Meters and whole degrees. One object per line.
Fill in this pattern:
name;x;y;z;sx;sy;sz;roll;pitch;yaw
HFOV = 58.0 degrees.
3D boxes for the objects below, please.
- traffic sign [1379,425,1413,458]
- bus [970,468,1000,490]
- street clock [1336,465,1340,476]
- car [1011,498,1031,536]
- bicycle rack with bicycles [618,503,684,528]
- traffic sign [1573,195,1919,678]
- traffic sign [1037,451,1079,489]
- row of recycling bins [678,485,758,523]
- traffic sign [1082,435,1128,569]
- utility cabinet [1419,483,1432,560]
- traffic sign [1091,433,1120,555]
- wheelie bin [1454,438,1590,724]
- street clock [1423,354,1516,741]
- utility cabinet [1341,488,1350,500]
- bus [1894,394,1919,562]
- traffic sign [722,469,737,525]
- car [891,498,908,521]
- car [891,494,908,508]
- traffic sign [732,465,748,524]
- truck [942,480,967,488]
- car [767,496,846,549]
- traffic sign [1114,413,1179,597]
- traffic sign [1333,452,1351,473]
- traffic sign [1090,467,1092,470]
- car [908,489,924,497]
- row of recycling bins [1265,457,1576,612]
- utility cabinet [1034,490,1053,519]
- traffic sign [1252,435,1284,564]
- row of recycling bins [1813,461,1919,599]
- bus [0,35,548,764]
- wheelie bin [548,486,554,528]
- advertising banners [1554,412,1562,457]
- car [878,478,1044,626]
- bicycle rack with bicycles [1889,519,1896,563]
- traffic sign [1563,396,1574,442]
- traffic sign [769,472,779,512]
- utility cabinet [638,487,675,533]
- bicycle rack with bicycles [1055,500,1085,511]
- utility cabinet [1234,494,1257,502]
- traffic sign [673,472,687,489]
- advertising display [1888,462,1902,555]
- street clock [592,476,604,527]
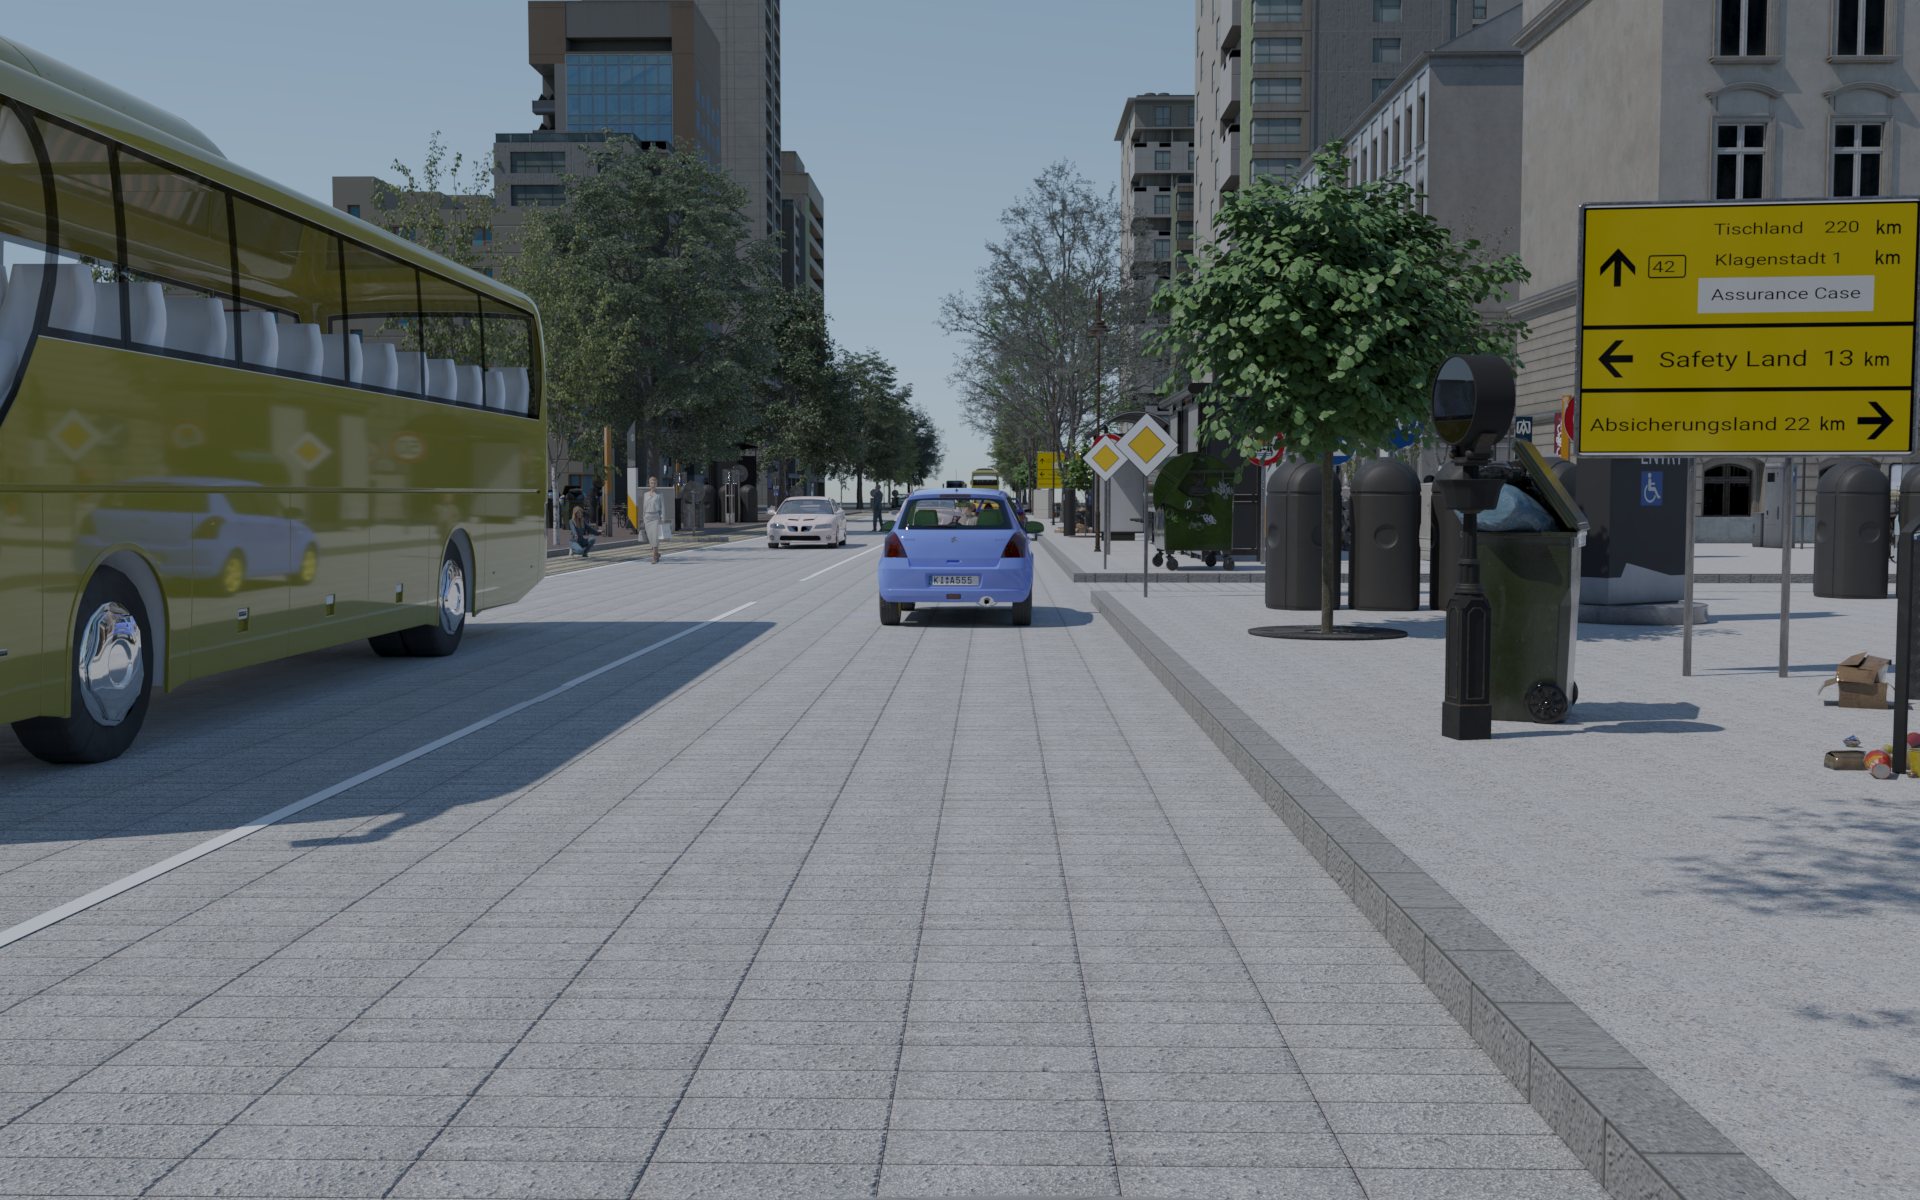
traffic sign;5.058;-1.237;20.332;0.768;2.556;0.104;0;4;7
bus;2.367;-10.553;164.087;2.896;3.916;12.252;0;4;1
street clock;7.400;-1.856;34.908;0.471;2.002;0.358;1;4;21
car;1.267;-2.561;54.454;1.945;1.354;3.894;0;4;2
bicycle rack with bicycles;-12.032;-3.238;66.331;2.852;0.926;2.925;2;4;29
traffic sign;5.441;-1.112;12.053;2.265;3.308;0.079;0;4;8
traffic sign;4.786;-5.432;82.685;2.265;3.308;0.079;0;4;6
row of recycling bins;-10.791;-4.292;77.279;3.534;1.692;1.069;-1;4;-13
traffic sign;2.469;-1.577;29.422;0.795;2.450;0.064;0;4;1
utility cabinet;9.087;-1.501;33.227;0.318;1.500;1.173;0;4;-5
traffic sign;3.138;-2.226;36.495;0.768;2.556;0.104;1;4;11
wheelie bin;3.212;-0.124;9.929;0.693;1.594;0.980;2;4;25
street clock;2.665;-0.274;9.056;0.358;2.002;0.471;-1;4;-13
utility cabinet;13.051;-3.073;58.914;1.173;1.500;0.318;-1;4;-9
bus;20.296;-1.881;25.617;13.247;3.499;2.948;0;4;3
traffic sign;-9.482;-4.231;71.313;0.606;2.300;0.079;0;4;4
car;-0.729;-1.931;43.928;2.083;1.381;4.827;0;4;0
car;-5.444;-9.389;162.301;1.959;1.807;4.718;0;4;3
traffic sign;-9.608;-4.598;75.289;0.768;2.556;0.104;0;4;2
truck;-0.627;-15.376;247.327;3.469;3.379;9.791;0;4;2
car;-4.121;-2.125;47.098;2.083;1.381;4.827;0;4;1
traffic sign;2.302;-1.088;21.438;0.795;2.450;0.064;0;4;1
traffic sign;6.656;-1.880;30.852;0.768;2.556;0.104;0;4;7
traffic sign;3.948;-2.921;47.858;0.768;2.556;0.104;1;4;8
car;-2.363;-6.724;118.615;2.281;1.827;5.304;0;4;3
row of recycling bins;5.200;-0.743;19.260;3.534;1.692;1.069;0;4;3
utility cabinet;4.319;-4.969;89.928;0.318;1.500;1.173;-3;4;-37
traffic sign;5.525;-1.922;31.535;0.768;2.556;0.104;0;4;3
row of recycling bins;12.317;-0.846;20.949;3.534;1.692;1.069;1;4;20
bus;-5.697;-1.278;12.444;2.896;3.916;12.252;0;4;0
wheelie bin;-15.219;-3.482;64.833;0.693;1.594;0.980;-1;4;-23
advertising banners;12.683;-2.542;37.743;0.090;3.025;2.074;-1;4;-8
car;0.013;-0.649;20.199;1.945;1.707;3.694;0;4;2
bicycle rack with bicycles;18.293;-1.208;33.134;2.852;0.926;2.925;0;4;-2
traffic sign;7.537;-1.251;20.566;0.768;2.556;0.104;1;4;9
traffic sign;-10.401;-5.975;97.800;0.768;2.556;0.104;1;4;10
utility cabinet;-9.825;-2.891;55.946;1.173;1.500;0.318;0;4;-4
bicycle rack with bicycles;6.795;-5.523;103.687;2.925;0.926;2.852;1;4;15
utility cabinet;7.814;-2.423;48.294;1.173;1.500;0.318;2;4;28
traffic sign;-12.716;-4.683;78.692;0.606;2.300;0.079;0;4;2
advertising display;19.383;-1.833;35.178;0.974;1.923;0.123;1;4;21
street clock;-14.286;-3.911;68.509;0.471;2.002;0.358;-3;4;-39
